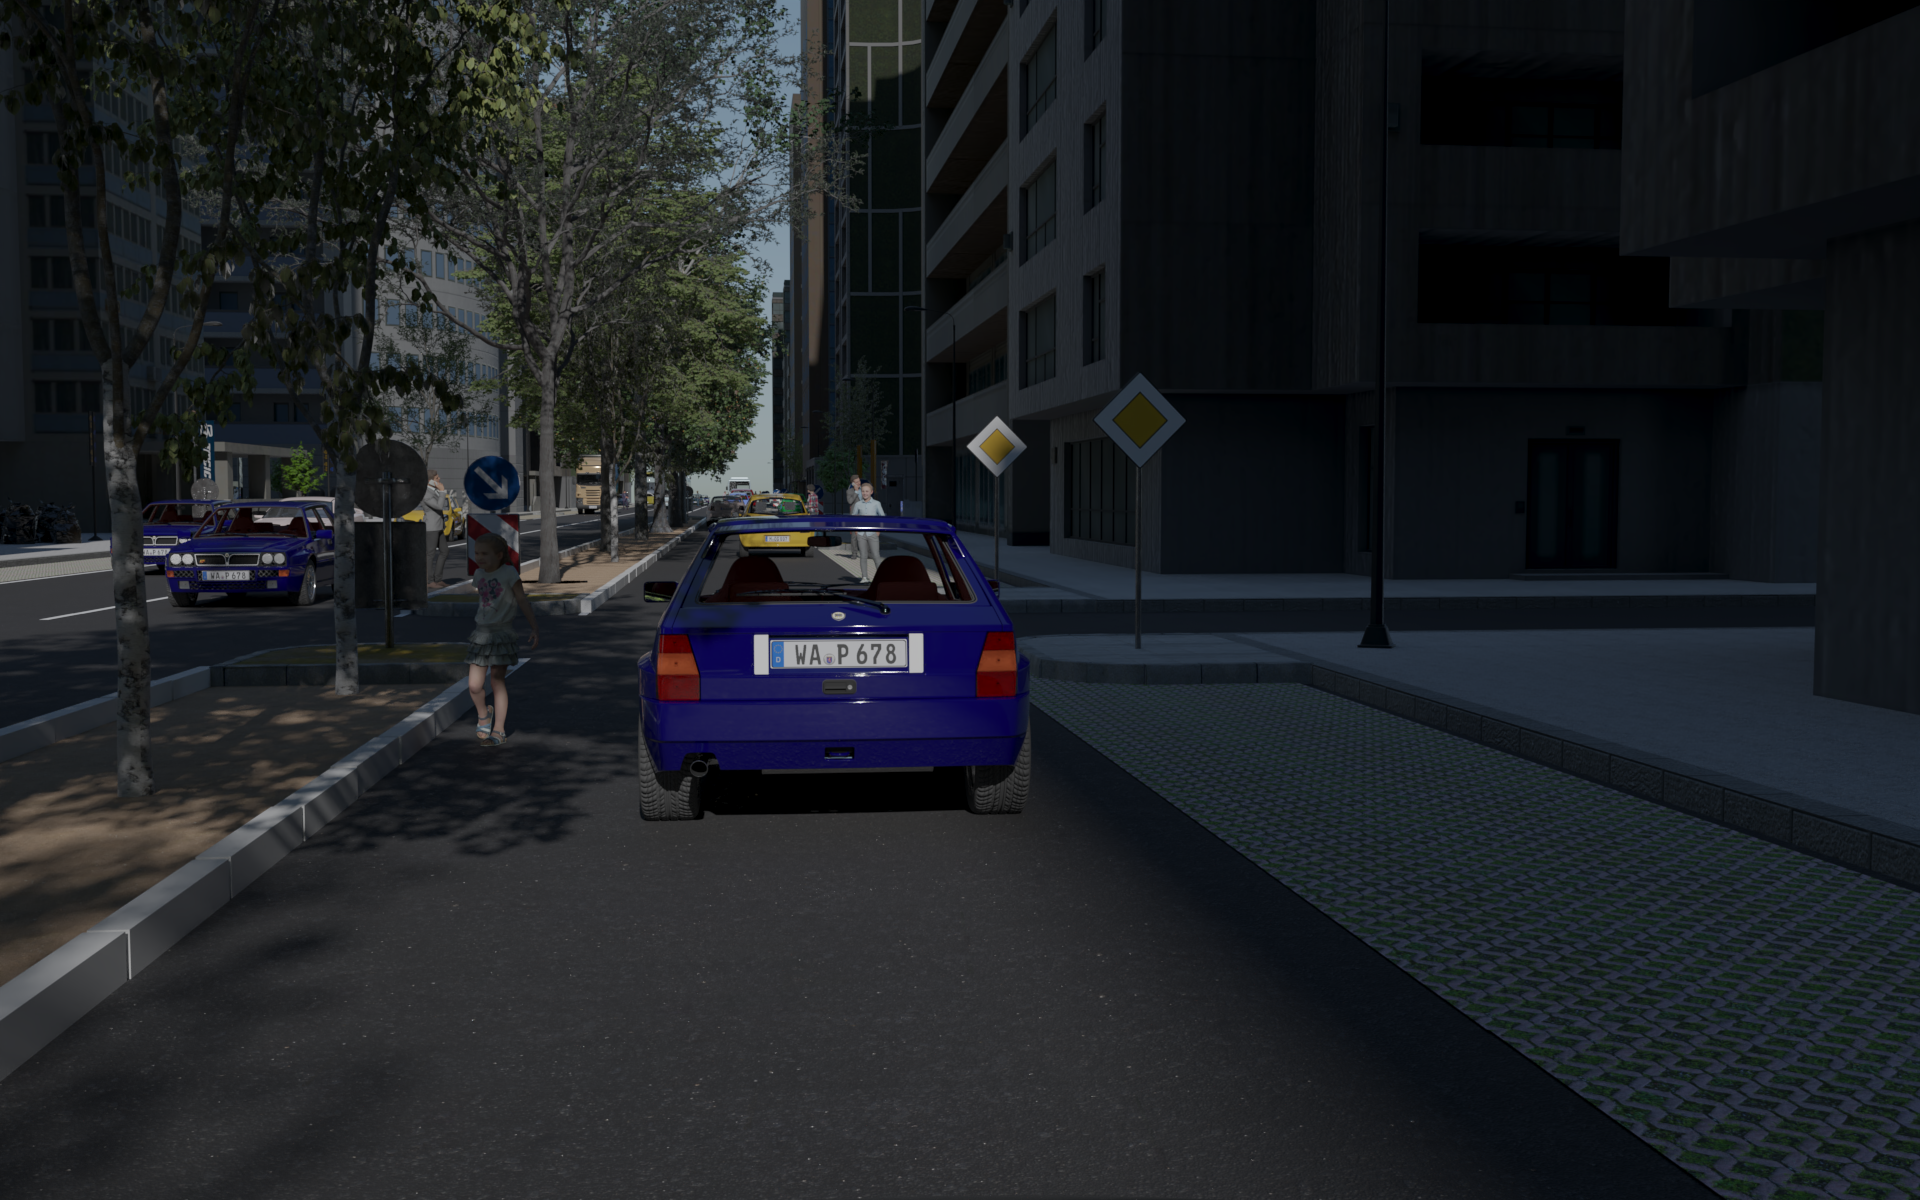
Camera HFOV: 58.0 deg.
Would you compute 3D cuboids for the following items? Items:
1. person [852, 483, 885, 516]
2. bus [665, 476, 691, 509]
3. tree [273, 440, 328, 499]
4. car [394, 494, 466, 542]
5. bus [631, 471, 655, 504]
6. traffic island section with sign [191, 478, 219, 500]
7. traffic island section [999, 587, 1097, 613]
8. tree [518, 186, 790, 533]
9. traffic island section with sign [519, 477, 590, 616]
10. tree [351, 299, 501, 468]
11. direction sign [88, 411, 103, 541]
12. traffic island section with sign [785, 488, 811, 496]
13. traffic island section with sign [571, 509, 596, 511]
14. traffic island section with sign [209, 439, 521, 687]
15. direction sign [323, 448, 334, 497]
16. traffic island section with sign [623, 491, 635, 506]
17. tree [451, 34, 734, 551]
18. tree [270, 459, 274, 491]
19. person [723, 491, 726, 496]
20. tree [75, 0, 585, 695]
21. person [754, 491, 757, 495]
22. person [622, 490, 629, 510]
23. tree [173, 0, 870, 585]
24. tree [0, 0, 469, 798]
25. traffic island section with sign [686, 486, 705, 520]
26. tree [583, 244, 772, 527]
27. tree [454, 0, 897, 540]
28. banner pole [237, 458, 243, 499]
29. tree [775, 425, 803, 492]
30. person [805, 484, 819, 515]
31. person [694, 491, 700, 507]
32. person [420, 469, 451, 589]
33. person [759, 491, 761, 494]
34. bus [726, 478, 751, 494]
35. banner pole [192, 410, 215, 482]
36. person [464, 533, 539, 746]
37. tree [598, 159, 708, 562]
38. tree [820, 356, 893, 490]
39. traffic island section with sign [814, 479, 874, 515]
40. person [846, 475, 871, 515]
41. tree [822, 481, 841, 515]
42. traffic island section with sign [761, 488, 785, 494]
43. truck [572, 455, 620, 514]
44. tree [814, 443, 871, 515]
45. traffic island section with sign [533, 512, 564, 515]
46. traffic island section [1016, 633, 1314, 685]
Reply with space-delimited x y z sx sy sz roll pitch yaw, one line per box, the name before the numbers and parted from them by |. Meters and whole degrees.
person | -1.447 -1.028 27.125 0.589 1.601 0.330 1 4 18
bus | -27.063 -10.384 164.642 2.948 3.499 13.247 0 4 -7
tree | -23.548 -4.138 62.260 1.663 3.219 1.824 0 3 0
car | -16.241 -2.621 53.079 2.015 1.641 3.980 -1 4 -9
bus | -33.830 -12.048 188.526 2.896 3.916 12.252 0 4 -6
traffic island section with sign | -18.592 -2.066 42.401 1.989 1.847 2.006 0 4 -7
traffic island section | 0.493 -0.002 22.310 2.009 0.180 2.903 0 4 -7
tree | -11.086 -8.819 63.661 9.611 12.733 9.660 0 3 0
traffic island section with sign | -5.621 -0.799 21.196 2.006 1.907 1.989 0 4 -7
tree | -26.137 -9.136 83.788 8.767 10.594 7.601 1 4 8
direction sign | -23.812 -3.401 47.597 0.379 3.537 0.876 -1 4 -17
traffic island section with sign | -6.106 -3.859 71.730 1.989 1.847 2.006 0 4 -7
traffic island section with sign | -31.769 -8.418 146.269 1.989 1.847 2.006 0 4 -7
traffic island section with sign | -4.699 -0.349 13.847 2.006 1.907 1.989 0 4 -7
direction sign | -24.109 -4.534 66.132 0.379 3.537 0.876 0 4 3
traffic island section with sign | -38.672 -11.750 200.733 1.989 1.847 2.006 0 4 -7
tree | -8.617 -7.454 42.453 7.486 12.596 7.792 0 3 0
tree | -32.165 -5.362 82.263 1.663 3.219 1.824 0 3 0
person | -21.936 -9.308 161.618 0.436 1.711 0.756 0 4 7
tree | -4.435 -3.638 12.308 4.737 8.622 4.395 0 3 0
person | -26.670 -13.305 226.054 1.348 1.823 0.705 0 4 -3
person | -29.736 -8.884 154.197 0.568 1.767 0.683 3 5 40
tree | -6.620 -7.011 27.453 12.009 13.543 11.850 0 3 0
tree | -3.854 -3.357 7.704 4.360 8.622 3.978 0 3 0
traffic island section with sign | -15.084 -5.358 95.739 2.006 1.907 1.989 0 4 -7
tree | -12.239 -10.088 74.050 9.857 13.997 8.962 0 3 0
tree | -8.565 -11.871 52.438 12.611 20.169 13.585 0 3 0
banner pole | -35.289 -5.803 84.894 0.401 3.779 0.863 -3 4 -38
tree | -17.089 -14.039 179.900 4.737 8.622 4.395 0 3 0
person | -4.374 -2.608 51.977 0.643 1.720 0.563 -1 4 -16
person | -28.861 -11.119 190.380 0.705 1.814 1.350 -2 4 -34
person | -7.971 -1.079 26.331 0.473 1.802 0.592 0 4 6
person | -19.327 -9.730 168.108 1.217 1.766 0.721 1 4 22
bus | -25.611 -12.582 200.572 2.948 3.499 13.247 0 4 -8
banner pole | -22.662 -3.780 51.815 0.863 3.779 0.401 0 4 6
person | -2.615 0.217 9.962 0.505 1.210 0.382 1 4 18
tree | -7.200 -5.079 35.864 4.360 8.622 3.978 0 3 0
tree | -5.697 -8.705 92.687 4.360 8.622 3.978 0 3 0
traffic island section with sign | -2.718 -2.224 44.988 1.989 1.847 2.006 0 4 -7
person | -2.145 -1.799 37.720 0.655 1.846 0.447 -2 4 -24
tree | -8.068 -6.970 108.555 1.663 3.219 1.824 0 3 0
traffic island section with sign | -15.820 -8.541 148.274 1.989 1.847 2.006 0 4 -7
truck | -26.147 -8.329 125.085 2.839 4.237 11.283 0 4 -8
tree | -7.025 -7.345 103.811 4.285 4.588 4.351 0 3 0
traffic island section with sign | -28.371 -6.783 119.528 1.989 1.847 2.006 0 4 -7
traffic island section | 1.497 0.483 14.388 2.009 0.180 2.903 0 4 -7
